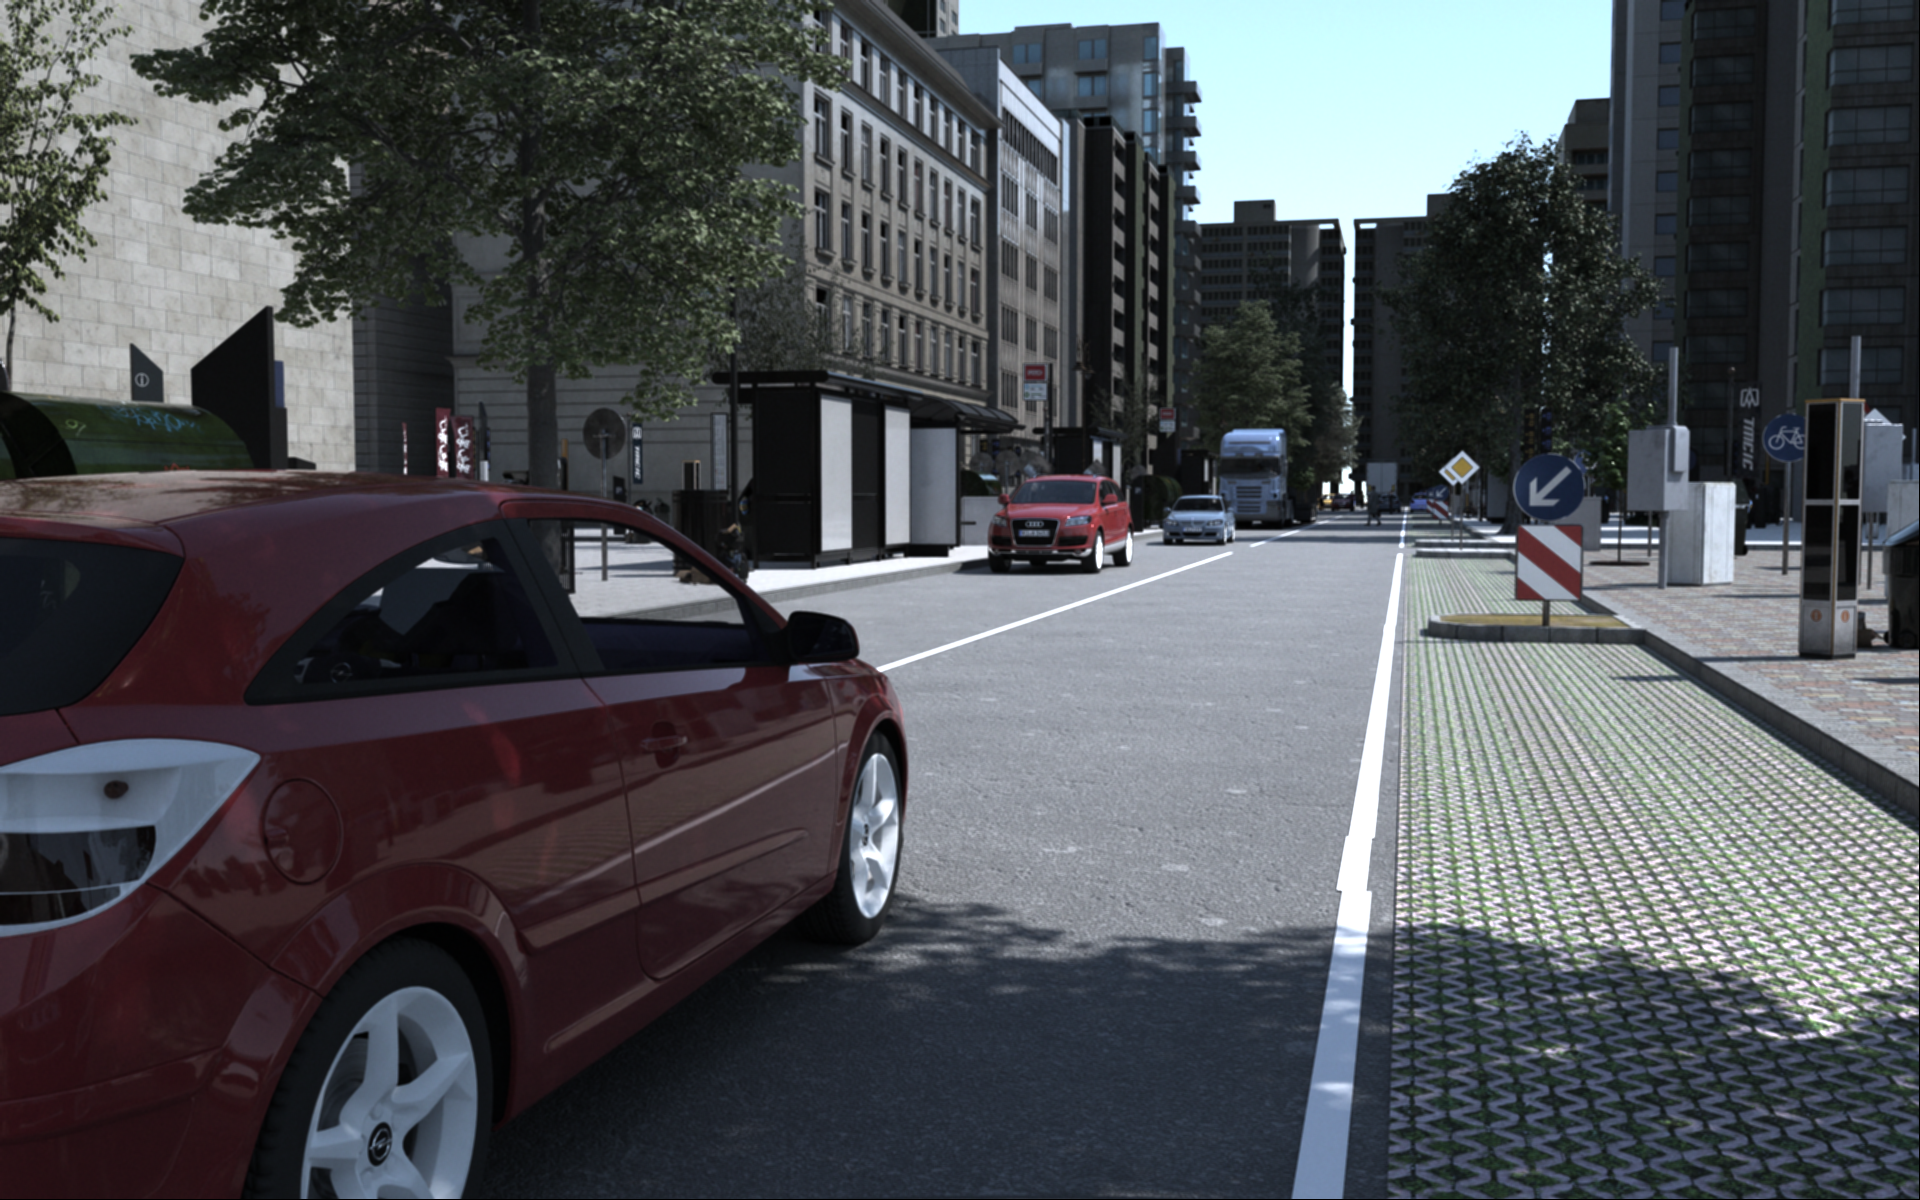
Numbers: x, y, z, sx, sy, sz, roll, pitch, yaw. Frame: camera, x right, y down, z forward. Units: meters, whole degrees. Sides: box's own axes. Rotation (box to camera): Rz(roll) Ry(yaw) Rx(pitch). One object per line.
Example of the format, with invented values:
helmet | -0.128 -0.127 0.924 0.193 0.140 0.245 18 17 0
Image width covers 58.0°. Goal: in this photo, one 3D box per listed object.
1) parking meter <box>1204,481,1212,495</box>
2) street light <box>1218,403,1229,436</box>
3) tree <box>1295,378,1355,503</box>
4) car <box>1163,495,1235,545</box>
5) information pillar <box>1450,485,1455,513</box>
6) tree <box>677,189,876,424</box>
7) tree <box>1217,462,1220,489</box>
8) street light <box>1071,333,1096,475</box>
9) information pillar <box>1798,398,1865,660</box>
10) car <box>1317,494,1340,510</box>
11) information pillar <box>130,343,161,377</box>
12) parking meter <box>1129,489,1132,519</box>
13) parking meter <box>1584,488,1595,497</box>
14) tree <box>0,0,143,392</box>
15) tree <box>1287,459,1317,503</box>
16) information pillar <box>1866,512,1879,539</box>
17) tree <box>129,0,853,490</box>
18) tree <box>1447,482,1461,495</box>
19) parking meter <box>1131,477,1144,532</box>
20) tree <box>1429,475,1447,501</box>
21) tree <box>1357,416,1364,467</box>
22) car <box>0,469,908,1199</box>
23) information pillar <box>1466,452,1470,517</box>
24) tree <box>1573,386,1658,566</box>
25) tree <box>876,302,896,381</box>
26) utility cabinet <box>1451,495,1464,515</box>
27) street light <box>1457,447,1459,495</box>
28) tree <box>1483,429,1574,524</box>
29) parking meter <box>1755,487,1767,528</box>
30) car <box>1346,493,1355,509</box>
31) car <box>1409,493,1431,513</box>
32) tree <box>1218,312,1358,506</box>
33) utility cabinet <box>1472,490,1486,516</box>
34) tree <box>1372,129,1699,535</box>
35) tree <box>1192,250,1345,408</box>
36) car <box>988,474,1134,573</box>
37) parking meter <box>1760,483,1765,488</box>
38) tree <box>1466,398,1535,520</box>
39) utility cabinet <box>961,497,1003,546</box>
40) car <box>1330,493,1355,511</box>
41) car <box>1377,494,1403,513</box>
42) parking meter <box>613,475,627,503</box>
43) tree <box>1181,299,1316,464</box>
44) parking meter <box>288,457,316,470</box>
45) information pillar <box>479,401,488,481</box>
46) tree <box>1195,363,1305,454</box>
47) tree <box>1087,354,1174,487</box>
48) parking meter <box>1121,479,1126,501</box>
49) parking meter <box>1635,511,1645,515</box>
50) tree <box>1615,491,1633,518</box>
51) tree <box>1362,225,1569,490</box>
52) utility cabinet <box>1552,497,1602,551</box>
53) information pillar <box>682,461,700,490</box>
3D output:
parking meter | 11.269 -4.468 78.769 0.255 1.863 0.399 2 4 34
street light | 13.356 -7.044 87.961 0.468 5.910 1.993 1 4 14
tree | 35.495 -16.361 177.876 12.009 13.543 11.850 0 3 0
car | 6.945 -2.327 50.054 2.014 1.417 4.499 1 4 14
information pillar | 33.020 -6.824 116.058 0.304 2.012 0.304 1 4 20
tree | -4.755 -5.585 41.676 4.360 8.622 3.978 0 3 0
tree | 14.302 -5.978 92.344 1.663 3.219 1.824 0 3 0
street light | 3.560 -4.721 49.981 0.468 5.910 1.993 1 4 14
information pillar | 6.791 -0.551 13.503 0.304 2.012 0.304 -2 4 -28
car | 32.505 -8.702 152.503 2.015 1.641 3.980 1 4 16
information pillar | -12.724 -2.189 27.150 0.183 3.616 0.504 3 5 39
parking meter | 8.159 -4.525 82.391 0.372 1.533 0.369 0 3 0
parking meter | 23.599 -3.457 64.931 0.372 1.533 0.369 0 3 0
tree | -12.693 -4.400 22.309 4.737 8.622 4.395 0 3 0
tree | 31.252 -10.742 159.352 4.285 4.588 4.351 0 3 0
information pillar | 26.151 -2.759 49.594 0.304 2.012 0.304 2 4 35
tree | -4.892 -6.179 19.162 7.486 12.596 7.792 0 3 0
tree | 41.647 -9.141 144.058 1.663 3.219 1.824 0 3 0
parking meter | 5.966 -3.213 58.248 0.399 1.863 0.255 0 4 5
tree | 50.237 -11.955 179.181 4.285 4.588 4.351 0 3 0
tree | 39.659 -17.347 190.272 9.857 13.997 8.962 0 3 0
car | -1.437 0.278 4.496 2.155 1.783 4.494 1 4 14
information pillar | 27.954 -6.359 95.324 0.183 3.616 0.504 1 4 23
tree | 11.876 -2.251 31.409 1.663 3.219 1.824 0 3 0
tree | -4.268 -6.286 53.143 4.360 8.622 3.978 0 3 0
utility cabinet | 30.727 -5.859 106.948 0.306 1.237 1.020 -1 4 -16
street light | 34.080 -8.913 118.510 0.468 5.910 1.993 1 4 14
tree | 20.854 -4.901 63.841 4.285 4.588 4.351 0 3 0
parking meter | 30.073 -3.464 65.041 0.372 1.533 0.369 0 3 0
car | 36.621 -9.484 164.651 1.945 1.707 3.694 1 4 16
car | 35.004 -7.445 131.319 1.945 1.707 3.694 1 4 15
tree | 22.032 -13.216 122.743 9.857 13.997 8.962 0 3 0
utility cabinet | 29.580 -5.482 98.303 1.173 1.500 0.318 -2 4 -32
tree | 17.726 -8.433 54.894 9.611 12.733 9.660 0 3 0
tree | 24.081 -17.206 137.215 12.611 20.169 13.585 0 3 0
car | 2.000 -1.495 33.113 2.281 1.827 5.304 1 4 15
parking meter | 41.592 -5.128 89.558 0.399 1.863 0.255 3 5 43
tree | 25.656 -8.201 84.455 4.737 8.622 4.395 0 3 0
utility cabinet | 0.551 -1.955 43.131 1.020 1.237 0.306 -1 4 -11
car | 32.321 -8.396 146.314 2.155 1.783 4.494 1 4 14
car | 33.029 -7.415 133.240 2.014 1.417 4.499 1 4 15
parking meter | -10.673 -2.979 54.416 0.399 1.863 0.255 0 3 0
tree | 16.797 -11.173 100.804 7.486 12.596 7.792 0 3 0
parking meter | -10.465 -1.340 27.621 0.255 1.863 0.399 3 5 40
information pillar | -11.955 -3.189 43.491 0.183 3.616 0.504 -2 4 -29
tree | 18.618 -10.779 110.643 7.601 10.594 8.767 -1 4 -20
tree | 8.929 -8.566 90.424 4.360 8.622 3.978 0 3 0
parking meter | 6.324 -3.786 67.619 0.255 1.863 0.399 -1 4 -13
parking meter | 28.689 -3.953 73.039 0.372 1.533 0.369 0 3 0
tree | 36.220 -6.711 93.432 4.285 4.588 4.351 0 3 0
tree | 30.810 -15.247 105.185 12.611 20.169 13.585 0 3 0
utility cabinet | 13.898 -1.706 39.054 1.020 1.237 0.306 1 4 13
information pillar | -5.948 -2.072 38.371 0.304 2.012 0.304 1 4 12
